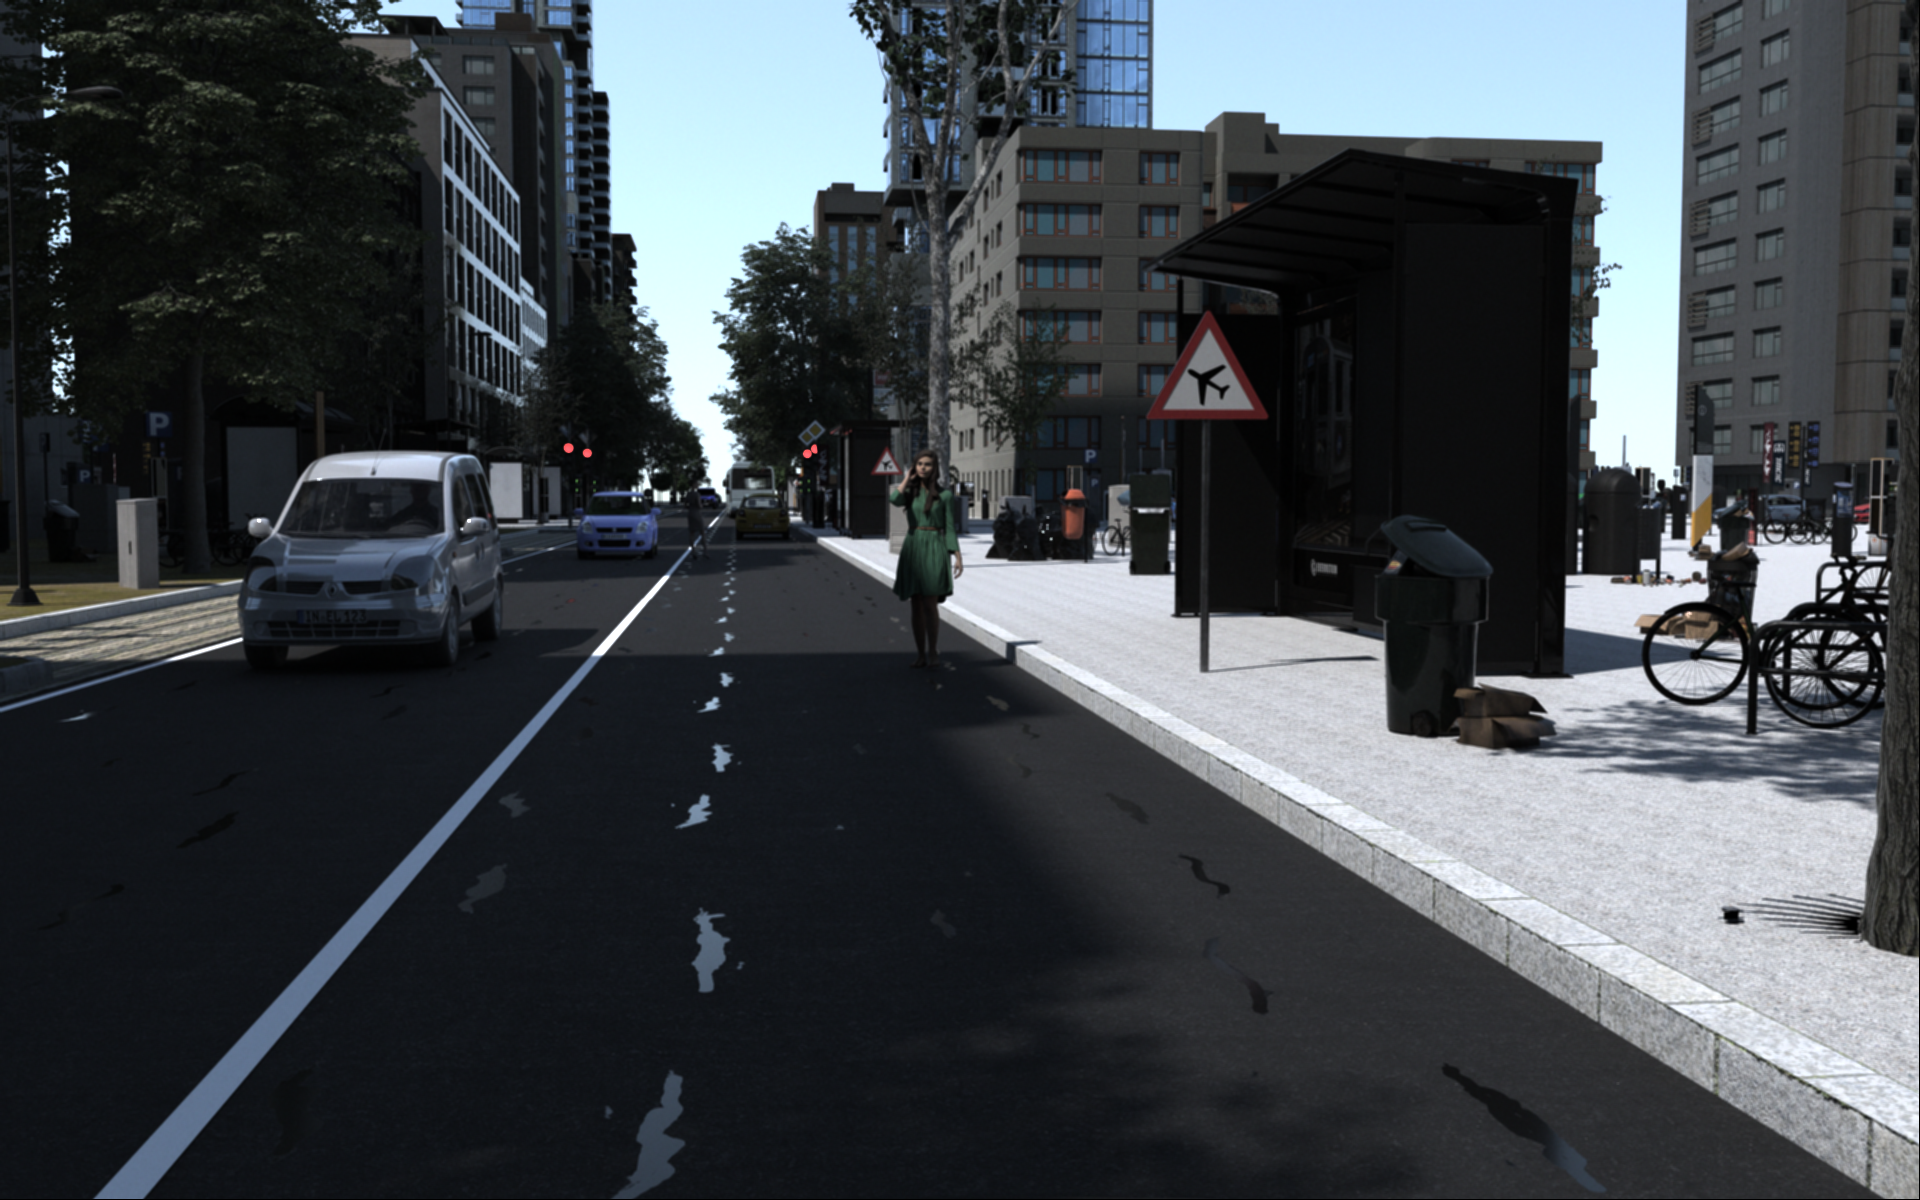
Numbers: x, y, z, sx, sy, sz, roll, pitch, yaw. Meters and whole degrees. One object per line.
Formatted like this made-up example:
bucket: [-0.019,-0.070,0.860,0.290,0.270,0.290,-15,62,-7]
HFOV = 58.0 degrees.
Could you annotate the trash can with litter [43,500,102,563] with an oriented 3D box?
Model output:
trash can with litter: [-16.730,-1.303,32.698,1.055,1.170,0.624,1,4,13]

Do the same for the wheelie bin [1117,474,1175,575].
wheelie bin: [2.991,-1.206,27.623,0.980,1.594,0.693,0,4,2]

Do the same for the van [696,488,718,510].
van: [-23.685,-9.606,161.440,2.240,2.365,5.245,0,4,-7]

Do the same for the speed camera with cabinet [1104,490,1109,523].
speed camera with cabinet: [7.160,-4.936,75.038,0.660,3.252,2.038,-3,5,-44]

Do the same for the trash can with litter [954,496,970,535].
trash can with litter: [-0.522,-2.705,55.278,2.233,1.210,1.678,-3,5,-45]

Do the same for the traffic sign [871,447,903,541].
traffic sign: [-2.002,-2.902,47.450,0.884,2.594,0.081,0,4,-3]

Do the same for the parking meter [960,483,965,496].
parking meter: [0.124,-5.032,87.976,0.255,1.863,0.399,0,4,-4]

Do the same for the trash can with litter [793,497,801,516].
trash can with litter: [-8.889,-5.522,101.342,2.233,1.210,1.678,0,4,2]

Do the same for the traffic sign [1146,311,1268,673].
traffic sign: [1.759,-0.758,12.395,0.884,2.594,0.081,0,4,-6]

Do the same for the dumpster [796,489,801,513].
dumpster: [-10.622,-6.926,118.997,1.264,1.857,1.865,0,4,-7]

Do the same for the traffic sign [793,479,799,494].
traffic sign: [-10.768,-7.005,115.714,0.795,2.450,0.064,0,4,-5]

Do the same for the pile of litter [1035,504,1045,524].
pile of litter: [3.238,-3.729,74.939,1.176,0.858,1.719,-3,4,-36]

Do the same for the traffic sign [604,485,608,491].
traffic sign: [-25.000,-7.517,123.015,0.768,2.556,0.104,0,4,2]

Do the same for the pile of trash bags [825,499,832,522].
pile of trash bags: [-4.790,-4.159,77.756,1.912,1.369,3.447,-1,4,-21]

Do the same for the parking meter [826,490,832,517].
parking meter: [-7.477,-5.530,98.824,0.372,1.533,0.369,0,3,0]

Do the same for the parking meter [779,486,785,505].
parking meter: [-12.644,-7.180,123.096,0.399,1.863,0.255,3,5,39]

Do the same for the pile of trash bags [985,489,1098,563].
pile of trash bags: [1.759,-1.450,33.468,1.912,1.369,3.447,-1,4,-15]

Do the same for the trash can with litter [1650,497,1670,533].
trash can with litter: [23.057,-2.795,57.080,0.624,1.170,1.055,2,4,23]

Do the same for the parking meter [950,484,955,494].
parking meter: [-0.504,-5.833,101.082,0.399,1.863,0.255,2,4,31]

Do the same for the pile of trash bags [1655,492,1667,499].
pile of trash bags: [56.301,-7.915,139.166,3.447,1.369,1.912,2,4,25]

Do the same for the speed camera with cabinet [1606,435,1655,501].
speed camera with cabinet: [22.645,-3.923,58.475,2.038,3.252,0.660,-2,4,-35]

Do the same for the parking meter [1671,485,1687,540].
parking meter: [20.344,-2.482,48.989,0.372,1.533,0.369,0,3,0]

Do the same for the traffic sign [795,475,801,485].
traffic sign: [-9.076,-6.119,100.056,0.884,2.594,0.081,0,4,-3]

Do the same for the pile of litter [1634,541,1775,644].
pile of litter: [6.737,-0.104,15.672,1.176,0.858,1.719,2,4,24]

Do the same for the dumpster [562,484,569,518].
dumpster: [-21.702,-5.369,93.538,1.264,1.857,1.865,0,4,-7]

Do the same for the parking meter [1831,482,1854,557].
parking meter: [17.984,-1.644,35.294,0.372,1.533,0.369,0,3,0]

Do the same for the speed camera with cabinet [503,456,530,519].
speed camera with cabinet: [-22.665,-5.737,88.144,2.038,3.252,0.660,3,5,43]

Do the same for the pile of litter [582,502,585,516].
pile of litter: [-22.478,-5.502,103.916,1.176,0.858,1.719,2,4,31]

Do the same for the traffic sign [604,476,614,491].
traffic sign: [-24.357,-7.337,120.063,0.768,2.556,0.104,0,4,-4]

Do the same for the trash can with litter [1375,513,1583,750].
trash can with litter: [2.689,0.138,9.129,0.624,1.170,1.055,-2,4,-29]

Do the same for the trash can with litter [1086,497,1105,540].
trash can with litter: [3.386,-2.297,48.621,1.678,1.210,2.233,-2,4,-24]

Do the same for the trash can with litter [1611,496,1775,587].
trash can with litter: [10.257,-0.851,24.964,2.233,1.210,1.678,-2,4,-29]

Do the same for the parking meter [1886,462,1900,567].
parking meter: [15.752,-1.423,28.980,0.399,1.863,0.255,-1,4,-12]

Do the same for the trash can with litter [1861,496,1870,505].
trash can with litter: [54.182,-5.789,105.714,1.678,1.210,2.233,-1,4,-17]

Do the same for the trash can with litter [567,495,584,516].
trash can with litter: [-22.631,-5.462,100.357,1.678,1.210,2.233,0,4,3]

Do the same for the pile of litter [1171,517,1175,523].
pile of litter: [9.716,-3.928,78.187,1.176,0.858,1.719,2,4,31]

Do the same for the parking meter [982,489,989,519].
parking meter: [1.308,-4.941,89.191,0.372,1.533,0.369,0,3,0]

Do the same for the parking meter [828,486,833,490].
parking meter: [-9.255,-7.223,123.806,0.255,1.863,0.399,0,4,4]

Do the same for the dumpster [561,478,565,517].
dumpster: [-22.714,-5.783,97.050,1.502,2.255,1.985,0,4,-7]

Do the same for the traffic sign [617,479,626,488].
traffic sign: [-23.085,-7.092,118.089,0.606,2.300,0.079,0,4,2]

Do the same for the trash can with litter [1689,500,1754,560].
trash can with litter: [14.710,-1.349,33.448,1.055,1.170,0.624,0,4,6]

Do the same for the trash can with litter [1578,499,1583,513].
trash can with litter: [22.586,-3.165,63.127,1.055,1.170,0.624,-1,4,-17]

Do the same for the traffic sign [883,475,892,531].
traffic sign: [-2.599,-3.603,59.012,0.768,2.556,0.104,0,4,-4]

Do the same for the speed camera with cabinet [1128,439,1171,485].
speed camera with cabinet: [6.571,-4.159,62.342,2.038,3.252,0.660,1,4,9]

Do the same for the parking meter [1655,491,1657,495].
parking meter: [58.711,-8.442,146.438,0.372,1.533,0.369,0,3,0]

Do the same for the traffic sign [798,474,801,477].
traffic sign: [-9.317,-6.332,103.633,0.768,2.556,0.104,0,4,1]

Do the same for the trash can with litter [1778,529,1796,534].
trash can with litter: [26.228,-2.777,56.458,1.678,1.210,2.233,-1,4,-16]

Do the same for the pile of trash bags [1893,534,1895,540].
pile of trash bags: [5.263,0.217,6.200,3.447,1.369,1.912,3,4,36]

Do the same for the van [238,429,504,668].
van: [-5.196,-0.527,15.624,2.013,2.044,4.112,0,4,-7]
